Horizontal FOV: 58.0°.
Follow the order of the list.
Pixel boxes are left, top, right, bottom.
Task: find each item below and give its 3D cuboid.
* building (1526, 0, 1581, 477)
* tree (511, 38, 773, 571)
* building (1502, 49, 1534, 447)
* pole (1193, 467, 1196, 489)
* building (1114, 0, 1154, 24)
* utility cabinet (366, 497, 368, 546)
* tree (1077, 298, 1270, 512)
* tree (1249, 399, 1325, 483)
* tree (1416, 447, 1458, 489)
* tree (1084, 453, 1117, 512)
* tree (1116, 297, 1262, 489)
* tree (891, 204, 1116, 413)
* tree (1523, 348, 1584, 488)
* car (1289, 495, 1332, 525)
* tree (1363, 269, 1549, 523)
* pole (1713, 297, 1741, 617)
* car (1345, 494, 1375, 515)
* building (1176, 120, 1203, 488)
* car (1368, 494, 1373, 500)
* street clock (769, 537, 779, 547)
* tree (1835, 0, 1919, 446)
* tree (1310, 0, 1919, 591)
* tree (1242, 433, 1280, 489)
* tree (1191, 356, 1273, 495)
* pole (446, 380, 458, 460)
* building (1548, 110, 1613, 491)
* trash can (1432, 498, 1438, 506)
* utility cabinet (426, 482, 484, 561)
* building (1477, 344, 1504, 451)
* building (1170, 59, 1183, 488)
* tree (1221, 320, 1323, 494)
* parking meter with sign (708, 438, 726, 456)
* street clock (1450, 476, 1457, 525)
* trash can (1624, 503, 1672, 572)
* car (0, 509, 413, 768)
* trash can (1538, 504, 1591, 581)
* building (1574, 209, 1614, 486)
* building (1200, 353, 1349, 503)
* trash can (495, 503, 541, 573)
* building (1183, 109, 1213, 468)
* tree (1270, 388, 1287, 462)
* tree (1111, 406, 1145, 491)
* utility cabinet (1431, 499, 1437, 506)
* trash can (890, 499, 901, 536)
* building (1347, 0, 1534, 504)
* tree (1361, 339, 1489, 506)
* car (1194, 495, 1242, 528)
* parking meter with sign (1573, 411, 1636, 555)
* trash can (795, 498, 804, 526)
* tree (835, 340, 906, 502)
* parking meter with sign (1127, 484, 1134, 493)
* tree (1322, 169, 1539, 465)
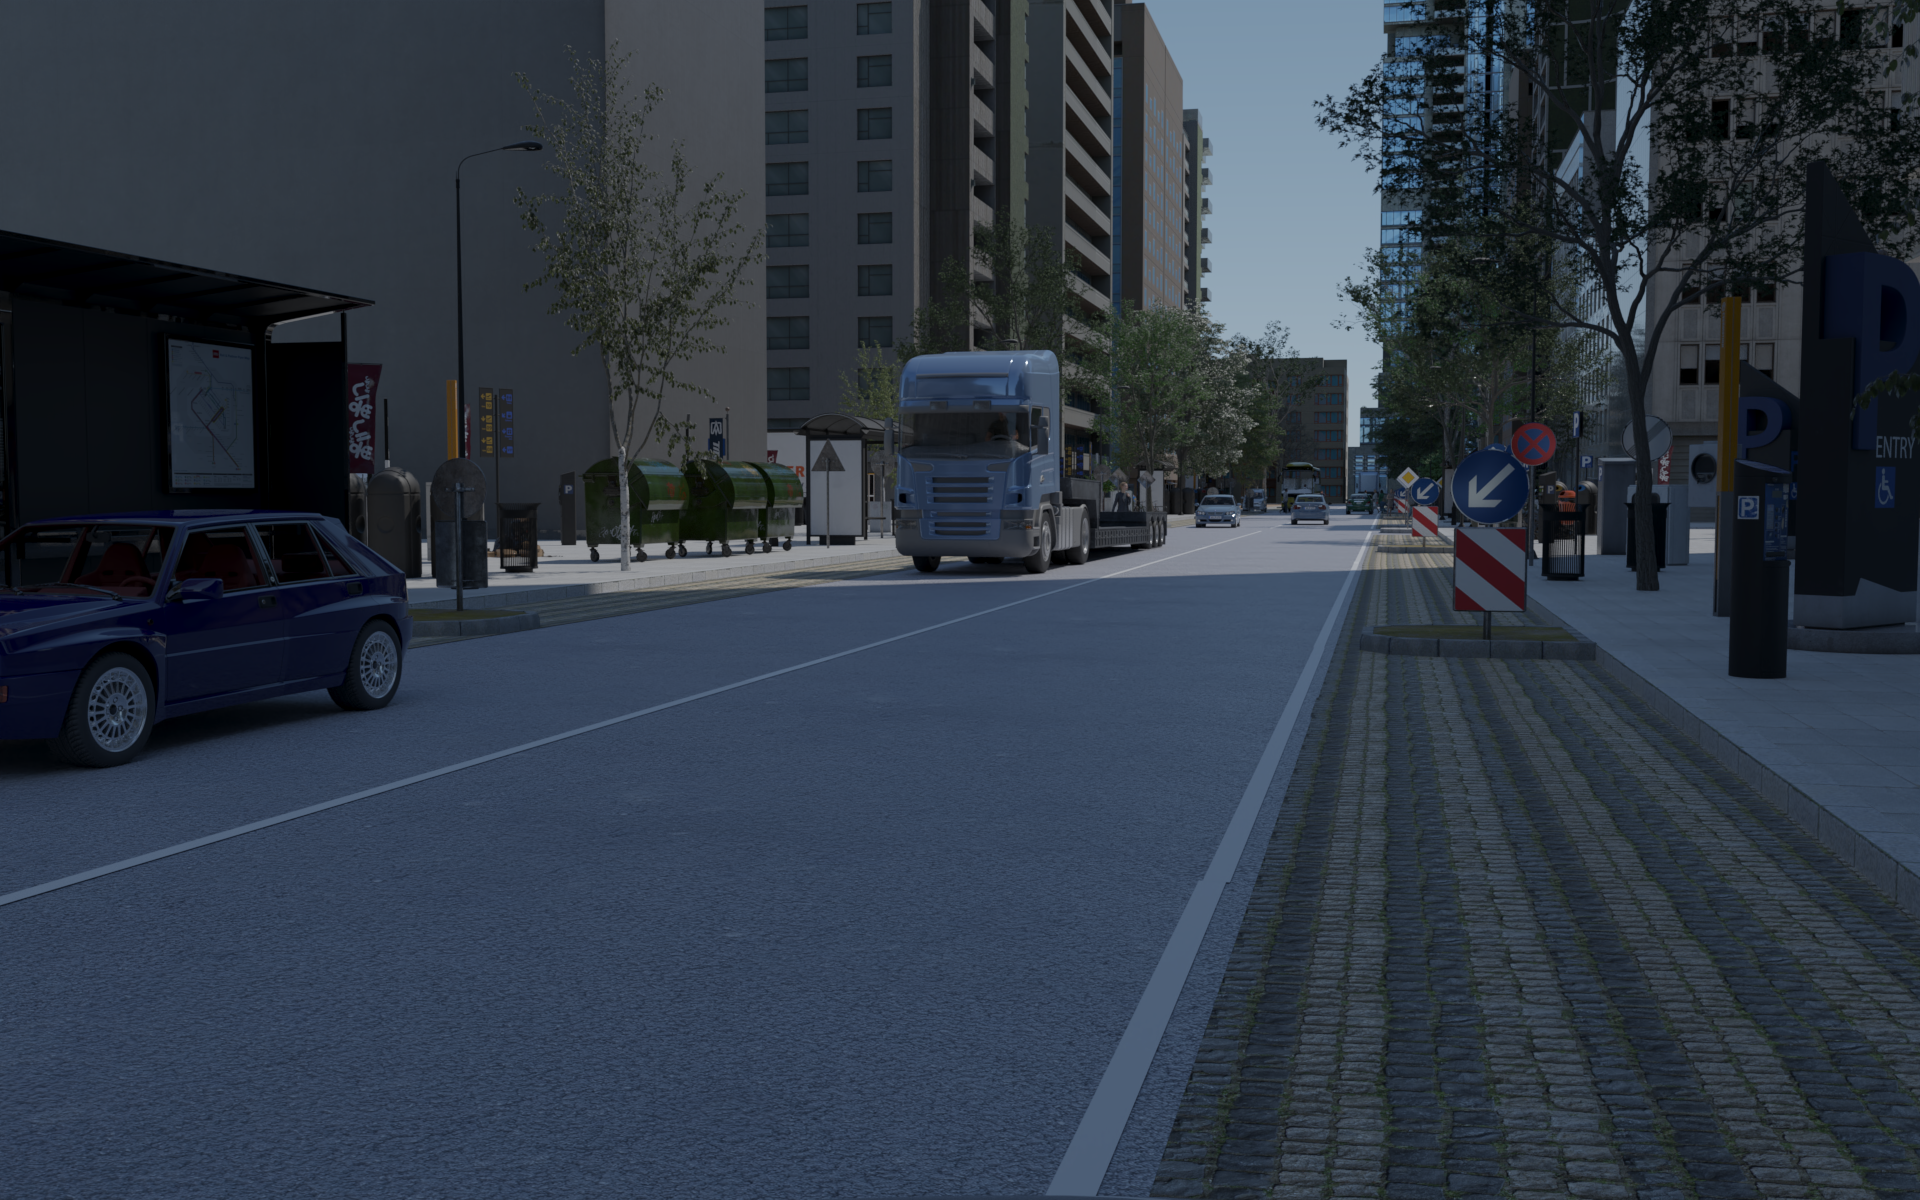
[{"bbox_3d":[59.379,-43.641,151.790,20.563,71.187,20.611,1,4,14],"label":"building"},{"bbox_3d":[-5.459,-4.779,28.499,4.360,8.622,3.978,0,3,0],"label":"tree"},{"bbox_3d":[61.407,-31.837,170.645,14.600,45.320,14.200,1,4,14],"label":"building"},{"bbox_3d":[16.354,-7.761,120.735,0.158,3.312,0.155,0,3,0],"label":"pole"},{"bbox_3d":[10.803,-31.066,158.045,14.600,45.320,14.200,1,4,14],"label":"building"},{"bbox_3d":[-13.621,-1.787,40.379,1.020,1.237,0.306,-2,4,-24],"label":"utility cabinet"},{"bbox_3d":[10.004,-10.135,91.469,9.928,11.665,9.643,0,3,0],"label":"tree"},{"bbox_3d":[40.203,-18.706,216.205,12.009,13.543,11.850,0,3,0],"label":"tree"},{"bbox_3d":[33.620,-8.416,121.311,4.285,4.588,4.351,0,3,0],"label":"tree"},{"bbox_3d":[6.911,-5.376,82.497,1.663,3.219,1.824,0,3,0],"label":"tree"},{"bbox_3d":[14.515,-12.558,111.985,9.857,13.997,8.962,0,3,0],"label":"tree"},{"bbox_3d":[1.329,-7.488,56.836,8.767,10.594,7.601,2,4,27],"label":"tree"},{"bbox_3d":[29.231,-8.194,84.330,4.360,8.622,3.978,0,3,0],"label":"tree"},{"bbox_3d":[16.561,-4.272,81.848,2.014,1.417,4.499,1,4,13],"label":"car"},{"bbox_3d":[22.231,-9.282,77.510,9.928,11.665,9.643,0,3,0],"label":"tree"},{"bbox_3d":[7.995,-1.481,18.050,0.158,3.312,0.155,0,3,0],"label":"pole"},{"bbox_3d":[28.287,-6.774,122.560,2.131,1.459,4.920,1,4,14],"label":"car"},{"bbox_3d":[18.162,-30.732,186.067,14.154,41.232,14.086,1,4,14],"label":"building"},{"bbox_3d":[42.735,-10.546,182.216,2.009,1.686,4.222,1,4,16],"label":"car"},{"bbox_3d":[-4.547,-2.301,42.184,0.471,2.002,0.358,-2,4,-30],"label":"street clock"},{"bbox_3d":[6.393,-3.598,9.194,4.360,8.622,3.978,0,3,0],"label":"tree"},{"bbox_3d":[9.184,-5.423,23.073,8.767,10.594,7.601,0,4,1],"label":"tree"},{"bbox_3d":[28.551,-13.170,165.690,4.360,8.622,3.978,0,3,0],"label":"tree"},{"bbox_3d":[22.036,-13.760,143.103,7.486,12.596,7.792,0,3,0],"label":"tree"},{"bbox_3d":[-9.101,-2.279,31.103,0.158,3.312,0.155,0,3,0],"label":"pole"},{"bbox_3d":[46.578,-18.192,115.467,12.078,24.808,19.932,1,4,14],"label":"building"},{"bbox_3d":[37.721,-7.674,137.122,0.748,1.137,0.748,0,3,0],"label":"trash can"},{"bbox_3d":[-9.477,-1.460,32.552,1.173,1.500,0.318,2,4,28],"label":"utility cabinet"},{"bbox_3d":[72.182,-21.165,191.082,27.650,21.520,28.899,1,4,14],"label":"building"},{"bbox_3d":[14.280,-31.929,172.154,14.600,45.320,14.200,1,4,14],"label":"building"},{"bbox_3d":[34.067,-20.221,186.507,12.611,20.169,13.585,0,3,0],"label":"tree"},{"bbox_3d":[-7.681,-3.492,53.359,0.543,3.016,1.738,0,4,6],"label":"parking meter with sign"},{"bbox_3d":[20.303,-4.072,71.152,0.358,2.002,0.471,2,4,25],"label":"street clock"},{"bbox_3d":[11.370,-1.041,28.682,0.748,1.137,0.748,0,3,0],"label":"trash can"},{"bbox_3d":[-4.976,0.132,10.427,1.945,1.354,3.894,1,4,13],"label":"car"},{"bbox_3d":[8.968,-0.861,25.732,0.748,1.137,0.748,0,3,0],"label":"trash can"},{"bbox_3d":[41.080,-14.845,97.468,10.420,20.320,16.860,1,4,14],"label":"building"},{"bbox_3d":[41.542,-24.931,252.660,28.899,21.520,27.650,1,4,14],"label":"building"},{"bbox_3d":[-7.235,-1.024,28.388,0.748,1.137,0.748,0,3,0],"label":"trash can"},{"bbox_3d":[14.431,-35.983,207.935,30.456,49.044,23.786,1,4,14],"label":"building"},{"bbox_3d":[25.448,-14.068,155.774,9.928,11.665,9.643,0,3,0],"label":"tree"},{"bbox_3d":[13.493,-11.729,142.126,4.737,8.622,4.395,0,3,0],"label":"tree"},{"bbox_3d":[38.035,-7.864,139.736,1.020,1.237,0.306,1,4,22],"label":"utility cabinet"},{"bbox_3d":[-1.695,-2.395,50.818,0.748,1.137,0.748,0,3,0],"label":"trash can"},{"bbox_3d":[70.341,-56.713,239.931,31.000,86.520,22.319,1,4,14],"label":"building"},{"bbox_3d":[35.828,-13.865,133.344,9.857,13.997,8.962,0,3,0],"label":"tree"},{"bbox_3d":[11.195,-3.851,74.966,2.014,1.417,4.499,1,4,12],"label":"car"},{"bbox_3d":[13.850,-2.460,36.475,1.738,3.016,0.543,0,4,7],"label":"parking meter with sign"},{"bbox_3d":[-6.615,-3.553,69.750,0.748,1.137,0.748,0,3,0],"label":"trash can"},{"bbox_3d":[-3.777,-8.049,81.963,4.737,8.622,4.395,0,3,0],"label":"tree"},{"bbox_3d":[12.584,-8.132,129.220,1.738,3.016,0.543,0,4,-7],"label":"parking meter with sign"},{"bbox_3d":[28.524,-15.143,103.479,12.611,20.169,13.585,0,3,0],"label":"tree"}]
